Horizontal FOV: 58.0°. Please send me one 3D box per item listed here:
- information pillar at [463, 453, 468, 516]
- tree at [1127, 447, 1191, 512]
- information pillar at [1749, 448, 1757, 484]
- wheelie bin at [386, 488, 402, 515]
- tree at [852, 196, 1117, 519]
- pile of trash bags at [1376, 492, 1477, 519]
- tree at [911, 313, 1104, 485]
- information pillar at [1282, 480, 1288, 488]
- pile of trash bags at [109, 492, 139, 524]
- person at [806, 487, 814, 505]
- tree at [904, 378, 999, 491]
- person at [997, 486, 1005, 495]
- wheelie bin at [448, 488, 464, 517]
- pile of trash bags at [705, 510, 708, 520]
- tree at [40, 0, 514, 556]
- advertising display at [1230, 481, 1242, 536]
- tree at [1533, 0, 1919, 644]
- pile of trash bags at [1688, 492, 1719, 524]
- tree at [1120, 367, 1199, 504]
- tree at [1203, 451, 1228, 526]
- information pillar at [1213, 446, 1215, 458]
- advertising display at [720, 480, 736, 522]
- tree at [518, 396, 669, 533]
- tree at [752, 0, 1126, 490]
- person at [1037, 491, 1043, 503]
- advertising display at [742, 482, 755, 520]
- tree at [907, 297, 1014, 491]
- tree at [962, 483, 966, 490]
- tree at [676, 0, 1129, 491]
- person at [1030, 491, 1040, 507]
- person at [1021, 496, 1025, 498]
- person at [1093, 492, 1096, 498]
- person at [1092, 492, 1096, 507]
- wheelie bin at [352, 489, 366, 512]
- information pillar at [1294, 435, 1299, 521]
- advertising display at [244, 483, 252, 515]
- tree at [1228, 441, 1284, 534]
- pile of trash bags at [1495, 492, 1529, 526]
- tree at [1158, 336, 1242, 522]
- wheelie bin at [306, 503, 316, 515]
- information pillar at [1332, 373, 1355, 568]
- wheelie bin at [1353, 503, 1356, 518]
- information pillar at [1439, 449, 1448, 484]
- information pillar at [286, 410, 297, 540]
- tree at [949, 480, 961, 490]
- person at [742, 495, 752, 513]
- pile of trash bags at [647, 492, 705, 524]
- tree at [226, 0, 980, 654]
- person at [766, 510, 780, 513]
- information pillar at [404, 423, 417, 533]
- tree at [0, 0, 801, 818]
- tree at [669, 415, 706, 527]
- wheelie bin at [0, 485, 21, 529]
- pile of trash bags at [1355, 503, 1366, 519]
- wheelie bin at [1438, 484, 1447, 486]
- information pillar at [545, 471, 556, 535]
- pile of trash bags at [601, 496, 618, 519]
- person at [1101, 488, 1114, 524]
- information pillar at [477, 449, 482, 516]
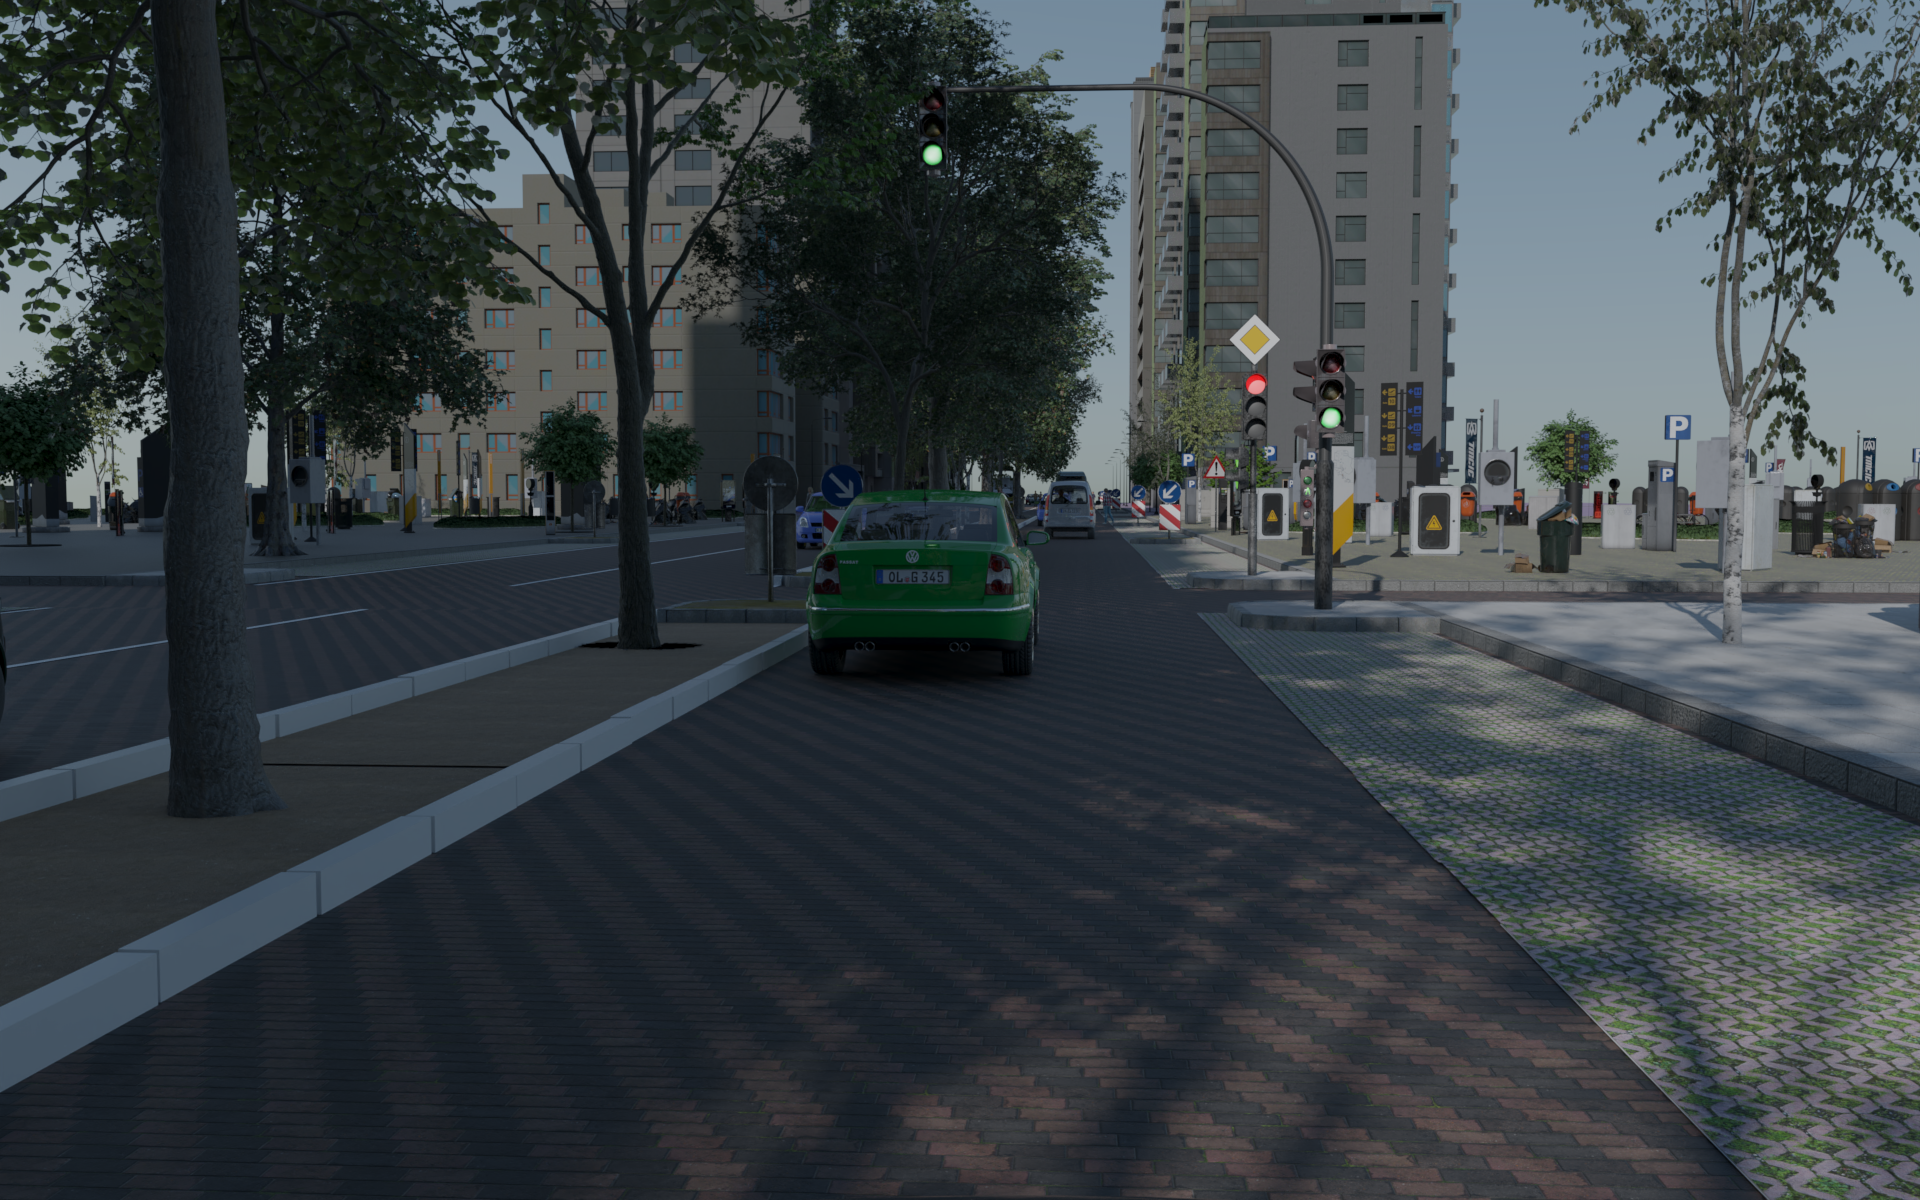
[{"bbox_3d":[-28.230,-6.578,98.909,0.183,3.616,0.504,-3,4,-37],"label":"information pillar"},{"bbox_3d":[13.474,-8.486,122.467,4.285,4.588,4.351,0,3,0],"label":"tree"},{"bbox_3d":[40.751,-5.975,89.049,0.504,3.616,0.183,-2,4,-27],"label":"information pillar"},{"bbox_3d":[-29.623,-5.067,90.746,0.980,1.594,0.693,2,4,31],"label":"wheelie bin"},{"bbox_3d":[0.991,-8.872,64.517,9.611,12.733,9.660,0,3,0],"label":"tree"},{"bbox_3d":[17.779,-3.402,65.381,3.447,1.369,1.912,2,4,34],"label":"pile of trash bags"},{"bbox_3d":[2.035,-10.678,87.406,12.009,13.543,11.850,0,3,0],"label":"tree"},{"bbox_3d":[16.563,-5.122,88.243,0.304,2.012,0.304,0,4,1],"label":"information pillar"},{"bbox_3d":[-36.227,-4.054,76.034,1.912,1.369,3.447,0,4,4],"label":"pile of trash bags"},{"bbox_3d":[-7.534,-4.860,88.137,0.709,1.800,0.728,3,5,40],"label":"person"},{"bbox_3d":[0.207,-6.284,55.556,4.737,8.622,4.395,0,3,0],"label":"tree"},{"bbox_3d":[1.929,-4.595,83.638,0.555,1.821,0.388,-1,4,-16],"label":"person"},{"bbox_3d":[-25.683,-4.920,88.350,0.693,1.594,0.980,-2,4,-30],"label":"wheelie bin"},{"bbox_3d":[-13.668,-4.705,86.676,1.912,1.369,3.447,-1,4,-12],"label":"pile of trash bags"},{"bbox_3d":[-14.158,-7.270,35.872,9.611,12.733,9.660,0,3,0],"label":"tree"},{"bbox_3d":[8.553,-2.965,53.684,0.123,1.923,0.974,2,4,25],"label":"advertising display"},{"bbox_3d":[6.871,-3.927,14.569,4.360,8.622,3.978,0,3,0],"label":"tree"},{"bbox_3d":[28.574,-3.331,64.214,1.912,1.369,3.447,-2,4,-34],"label":"pile of trash bags"},{"bbox_3d":[11.398,-8.992,97.376,4.360,8.622,3.978,0,3,0],"label":"tree"},{"bbox_3d":[10.574,-4.650,70.626,1.663,3.219,1.824,0,3,0],"label":"tree"},{"bbox_3d":[12.464,-5.739,85.184,0.183,3.616,0.504,0,4,3],"label":"information pillar"},{"bbox_3d":[-10.744,-4.590,80.260,0.123,1.923,0.974,2,4,31],"label":"advertising display"},{"bbox_3d":[-12.873,-4.522,57.656,4.285,4.588,4.351,0,3,0],"label":"tree"},{"bbox_3d":[-0.469,-8.109,41.697,9.857,13.997,8.962,0,3,0],"label":"tree"},{"bbox_3d":[9.134,-11.473,196.798,1.217,1.736,0.721,2,4,28],"label":"person"},{"bbox_3d":[-10.415,-4.908,85.463,0.123,1.923,0.974,2,4,27],"label":"advertising display"},{"bbox_3d":[-0.039,-5.904,49.353,4.360,8.622,3.978,0,3,0],"label":"tree"},{"bbox_3d":[0.442,-15.330,245.239,1.663,3.219,1.824,0,3,0],"label":"tree"},{"bbox_3d":[-1.225,-5.790,31.528,8.767,10.594,7.601,0,4,4],"label":"tree"},{"bbox_3d":[8.382,-11.265,192.698,1.348,1.821,0.705,-2,4,-31],"label":"person"},{"bbox_3d":[7.971,-12.662,218.706,0.628,1.438,0.799,-3,5,-43],"label":"person"},{"bbox_3d":[17.410,-13.355,227.376,1.217,1.766,0.721,-3,5,-44],"label":"person"},{"bbox_3d":[14.816,-11.231,193.050,0.530,1.710,0.541,-2,4,-29],"label":"person"},{"bbox_3d":[-34.923,-5.651,100.298,0.693,1.594,0.980,3,4,39],"label":"wheelie bin"},{"bbox_3d":[12.089,-4.338,62.284,0.183,3.616,0.504,1,4,18],"label":"information pillar"},{"bbox_3d":[-40.776,-5.743,99.112,0.123,1.923,0.974,0,4,5],"label":"advertising display"},{"bbox_3d":[9.734,-3.788,56.531,1.663,3.219,1.824,0,3,0],"label":"tree"},{"bbox_3d":[23.042,-3.769,71.383,1.912,1.369,3.447,1,4,13],"label":"pile of trash bags"},{"bbox_3d":[11.167,-7.948,80.318,4.737,8.622,4.395,0,3,0],"label":"tree"},{"bbox_3d":[-29.045,-4.251,77.414,0.980,1.594,0.693,-1,4,-22],"label":"wheelie bin"},{"bbox_3d":[6.605,-2.368,30.080,0.504,3.616,0.183,-1,4,-20],"label":"information pillar"},{"bbox_3d":[18.080,-4.467,80.939,0.980,1.594,0.693,-1,4,-12],"label":"wheelie bin"},{"bbox_3d":[24.804,-5.971,88.980,0.504,3.616,0.183,0,4,-1],"label":"information pillar"},{"bbox_3d":[-18.769,-3.502,48.615,0.183,3.616,0.504,0,4,-4],"label":"information pillar"},{"bbox_3d":[-1.316,-13.899,221.851,1.663,3.219,1.824,0,3,0],"label":"tree"},{"bbox_3d":[-9.270,-4.109,75.492,0.447,1.846,0.655,0,4,-3],"label":"person"},{"bbox_3d":[-12.499,-4.066,76.239,1.912,1.369,3.447,0,4,-2],"label":"pile of trash bags"},{"bbox_3d":[-3.081,-5.359,15.831,9.928,11.665,9.643,0,3,0],"label":"tree"},{"bbox_3d":[-5.304,-2.490,49.392,0.537,1.800,0.526,-1,4,-21],"label":"person"},{"bbox_3d":[-18.069,-4.009,56.909,0.504,3.616,0.183,2,4,32],"label":"information pillar"},{"bbox_3d":[-3.270,-5.286,7.004,7.486,12.596,7.792,0,3,0],"label":"tree"},{"bbox_3d":[-11.695,-5.185,68.482,4.285,4.588,4.351,0,3,0],"label":"tree"},{"bbox_3d":[-34.878,-3.387,63.287,0.693,1.594,0.980,2,4,26],"label":"wheelie bin"},{"bbox_3d":[19.699,-4.551,84.160,1.912,1.369,3.447,0,4,-5],"label":"pile of trash bags"},{"bbox_3d":[15.334,-2.882,55.025,0.693,1.594,0.980,3,4,38],"label":"wheelie bin"},{"bbox_3d":[-12.805,-3.035,54.118,0.304,2.012,0.304,-1,4,-14],"label":"information pillar"},{"bbox_3d":[-17.405,-4.923,90.248,1.912,1.369,3.447,2,4,27],"label":"pile of trash bags"},{"bbox_3d":[7.040,-4.491,82.760,0.563,1.720,0.643,-3,4,-37],"label":"person"},{"bbox_3d":[-25.068,-6.057,90.382,0.183,3.616,0.504,0,4,2],"label":"information pillar"}]
